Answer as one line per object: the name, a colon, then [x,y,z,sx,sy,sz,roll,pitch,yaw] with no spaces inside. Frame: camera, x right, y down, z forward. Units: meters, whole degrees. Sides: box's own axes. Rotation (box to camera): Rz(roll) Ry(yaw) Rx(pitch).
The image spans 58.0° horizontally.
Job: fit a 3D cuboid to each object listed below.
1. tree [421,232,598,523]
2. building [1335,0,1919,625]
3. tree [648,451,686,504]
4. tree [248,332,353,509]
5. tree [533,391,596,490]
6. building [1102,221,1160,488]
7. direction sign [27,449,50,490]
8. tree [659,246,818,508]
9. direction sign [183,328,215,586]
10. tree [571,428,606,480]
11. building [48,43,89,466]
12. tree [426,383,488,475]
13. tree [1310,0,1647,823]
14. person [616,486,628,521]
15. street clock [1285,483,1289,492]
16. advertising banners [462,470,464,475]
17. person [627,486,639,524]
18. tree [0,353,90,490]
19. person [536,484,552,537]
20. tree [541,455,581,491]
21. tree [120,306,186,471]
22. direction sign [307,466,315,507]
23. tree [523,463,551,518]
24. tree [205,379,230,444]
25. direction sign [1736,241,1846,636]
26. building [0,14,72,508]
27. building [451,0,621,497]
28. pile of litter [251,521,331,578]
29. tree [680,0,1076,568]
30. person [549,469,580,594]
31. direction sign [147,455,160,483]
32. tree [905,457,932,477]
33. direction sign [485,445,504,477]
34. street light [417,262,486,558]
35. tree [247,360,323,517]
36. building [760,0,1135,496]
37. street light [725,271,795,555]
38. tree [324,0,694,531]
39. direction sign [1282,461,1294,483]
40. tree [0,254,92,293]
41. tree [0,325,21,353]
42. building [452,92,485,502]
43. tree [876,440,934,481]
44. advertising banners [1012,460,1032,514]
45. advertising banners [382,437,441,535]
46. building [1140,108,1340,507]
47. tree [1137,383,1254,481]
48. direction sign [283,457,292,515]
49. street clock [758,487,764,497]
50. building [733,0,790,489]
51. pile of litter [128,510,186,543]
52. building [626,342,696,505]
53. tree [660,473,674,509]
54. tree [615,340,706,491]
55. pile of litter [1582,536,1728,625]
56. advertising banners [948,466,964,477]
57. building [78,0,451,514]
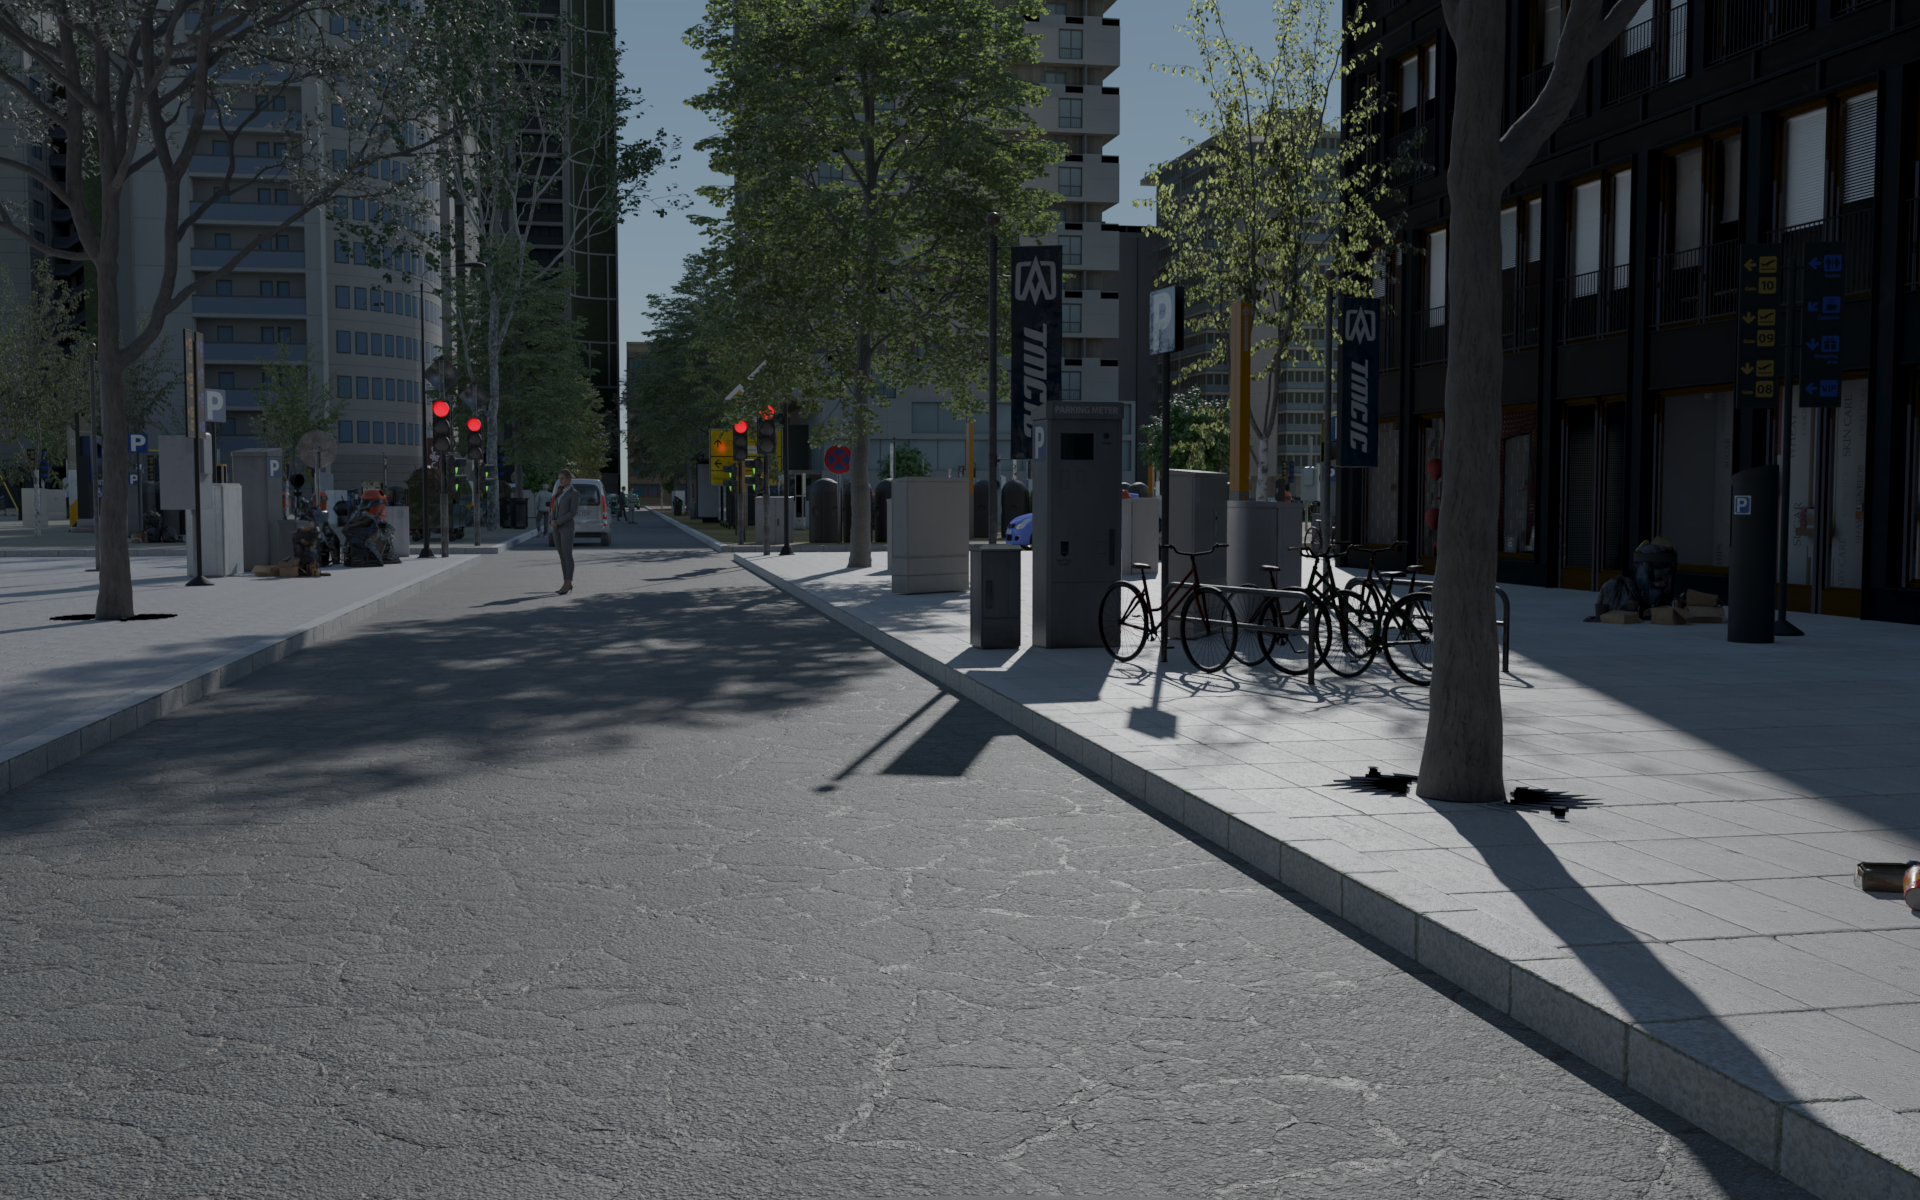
tree: [-19.567,-9.653,75.960,7.486,12.596,7.792,0,3,0]
building: [14.133,-11.833,23.154,12.332,23.373,15.834,-1,4,-11]
tree: [-29.728,-13.680,174.025,4.360,8.622,3.978,0,3,0]
tree: [-30.411,-7.920,79.860,4.737,8.622,4.395,0,3,0]
tree: [-26.900,-10.157,116.431,4.737,8.622,4.395,0,3,0]
building: [12.740,-25.396,186.925,14.107,30.474,14.160,-1,4,-11]
direction sign: [-46.224,-5.800,86.825,0.876,3.537,0.379,-2,4,-29]
tree: [-5.748,-6.075,49.688,4.737,8.622,4.395,0,3,0]
direction sign: [-10.661,-1.969,24.189,0.379,3.537,0.876,-1,4,-9]
tree: [-39.350,-14.085,180.651,4.360,8.622,3.978,0,3,0]
building: [-77.991,-31.666,167.857,14.200,45.320,14.600,-1,4,-11]
tree: [-29.431,-9.293,102.304,4.360,8.622,3.978,0,3,0]
tree: [2.252,-5.913,7.043,12.009,13.543,11.850,0,3,0]
person: [-17.706,-5.068,91.132,0.755,1.850,0.659,-1,4,-13]
street clock: [22.106,-6.882,117.094,0.358,2.002,0.471,0,4,6]
advertising banners: [-32.782,-7.123,112.652,2.074,3.025,0.090,3,5,42]
person: [-15.742,-4.565,83.331,0.583,1.804,0.606,0,4,-4]
tree: [-49.790,-8.808,94.374,4.737,8.622,4.395,0,3,0]
person: [-13.701,-2.969,57.525,0.782,1.767,0.515,-1,4,-20]
tree: [-30.798,-9.117,132.771,4.285,4.588,4.351,0,3,0]
tree: [-32.030,-7.126,66.870,4.360,8.622,3.978,0,3,0]
direction sign: [-31.424,-5.631,84.070,0.379,3.537,0.876,1,4,10]
tree: [-22.480,-5.960,92.055,1.663,3.219,1.824,0,3,0]
tree: [-48.662,-9.777,110.223,4.360,8.622,3.978,0,3,0]
direction sign: [7.492,-1.449,15.685,0.876,3.537,0.379,1,4,12]
building: [-94.570,-44.214,161.159,20.611,71.187,20.563,-1,4,-11]
building: [-52.743,-47.428,213.700,20.611,71.187,20.563,-1,4,-11]
pile of litter: [-10.441,-0.799,27.027,1.176,0.858,1.719,-1,4,-18]
tree: [-1.452,-6.862,30.314,7.486,12.596,7.792,0,3,0]
person: [-5.766,-0.993,25.016,0.520,1.790,0.573,2,4,26]
direction sign: [-47.106,-6.695,101.453,0.876,3.537,0.379,0,4,-4]
tree: [-2.214,-5.939,91.697,1.663,3.219,1.824,0,3,0]
direction sign: [-21.614,-5.414,80.520,0.876,3.537,0.379,0,4,6]
street light: [-10.194,-3.805,34.752,1.470,5.913,1.316,-1,4,-11]
tree: [-37.181,-8.874,95.450,4.360,8.622,3.978,0,3,0]
building: [-2.366,-34.116,147.027,28.713,52.752,27.495,-1,4,-11]
street light: [-4.180,-3.893,36.188,1.470,5.913,1.316,-1,4,-11]
tree: [-15.875,-12.566,61.346,12.611,20.169,13.585,0,3,0]
direction sign: [22.517,-7.766,118.977,0.876,3.537,0.379,-1,4,-12]
tree: [-28.181,-6.227,52.172,4.360,8.622,3.978,0,3,0]
tree: [-26.850,-5.800,45.189,4.737,8.622,4.395,0,3,0]
building: [-57.431,-28.776,162.364,23.993,40.220,32.217,-1,4,-11]
tree: [-3.246,-7.325,103.485,4.285,4.588,4.351,0,3,0]
advertising banners: [2.194,-3.961,60.952,0.090,3.025,2.074,2,4,24]
advertising banners: [-16.978,-3.511,53.601,2.074,3.025,0.090,0,4,2]
building: [33.439,-29.905,180.831,23.993,40.220,32.217,-1,4,-11]
tree: [6.977,-4.125,51.161,4.285,4.588,4.351,0,3,0]
direction sign: [-40.968,-6.946,105.557,0.379,3.537,0.876,1,4,8]
street clock: [-6.271,-3.074,54.825,0.358,2.002,0.471,-1,4,-10]
building: [-12.008,-38.612,173.299,21.231,58.520,28.212,-1,4,-11]
pile of litter: [-21.281,-1.935,45.605,1.719,0.858,1.176,-1,4,-11]
building: [-28.185,-23.132,223.251,28.899,21.520,27.650,-1,4,-11]
tree: [-24.535,-9.365,147.715,1.663,3.219,1.824,0,3,0]
tree: [-22.263,-14.046,136.306,9.857,13.997,8.962,0,3,0]
pile of litter: [7.140,-0.211,17.411,1.719,0.858,1.176,1,4,11]
advertising banners: [-0.496,-6.797,107.314,2.074,3.025,0.090,3,5,42]
building: [-48.952,-35.693,125.578,21.231,58.520,28.212,-1,4,-11]
